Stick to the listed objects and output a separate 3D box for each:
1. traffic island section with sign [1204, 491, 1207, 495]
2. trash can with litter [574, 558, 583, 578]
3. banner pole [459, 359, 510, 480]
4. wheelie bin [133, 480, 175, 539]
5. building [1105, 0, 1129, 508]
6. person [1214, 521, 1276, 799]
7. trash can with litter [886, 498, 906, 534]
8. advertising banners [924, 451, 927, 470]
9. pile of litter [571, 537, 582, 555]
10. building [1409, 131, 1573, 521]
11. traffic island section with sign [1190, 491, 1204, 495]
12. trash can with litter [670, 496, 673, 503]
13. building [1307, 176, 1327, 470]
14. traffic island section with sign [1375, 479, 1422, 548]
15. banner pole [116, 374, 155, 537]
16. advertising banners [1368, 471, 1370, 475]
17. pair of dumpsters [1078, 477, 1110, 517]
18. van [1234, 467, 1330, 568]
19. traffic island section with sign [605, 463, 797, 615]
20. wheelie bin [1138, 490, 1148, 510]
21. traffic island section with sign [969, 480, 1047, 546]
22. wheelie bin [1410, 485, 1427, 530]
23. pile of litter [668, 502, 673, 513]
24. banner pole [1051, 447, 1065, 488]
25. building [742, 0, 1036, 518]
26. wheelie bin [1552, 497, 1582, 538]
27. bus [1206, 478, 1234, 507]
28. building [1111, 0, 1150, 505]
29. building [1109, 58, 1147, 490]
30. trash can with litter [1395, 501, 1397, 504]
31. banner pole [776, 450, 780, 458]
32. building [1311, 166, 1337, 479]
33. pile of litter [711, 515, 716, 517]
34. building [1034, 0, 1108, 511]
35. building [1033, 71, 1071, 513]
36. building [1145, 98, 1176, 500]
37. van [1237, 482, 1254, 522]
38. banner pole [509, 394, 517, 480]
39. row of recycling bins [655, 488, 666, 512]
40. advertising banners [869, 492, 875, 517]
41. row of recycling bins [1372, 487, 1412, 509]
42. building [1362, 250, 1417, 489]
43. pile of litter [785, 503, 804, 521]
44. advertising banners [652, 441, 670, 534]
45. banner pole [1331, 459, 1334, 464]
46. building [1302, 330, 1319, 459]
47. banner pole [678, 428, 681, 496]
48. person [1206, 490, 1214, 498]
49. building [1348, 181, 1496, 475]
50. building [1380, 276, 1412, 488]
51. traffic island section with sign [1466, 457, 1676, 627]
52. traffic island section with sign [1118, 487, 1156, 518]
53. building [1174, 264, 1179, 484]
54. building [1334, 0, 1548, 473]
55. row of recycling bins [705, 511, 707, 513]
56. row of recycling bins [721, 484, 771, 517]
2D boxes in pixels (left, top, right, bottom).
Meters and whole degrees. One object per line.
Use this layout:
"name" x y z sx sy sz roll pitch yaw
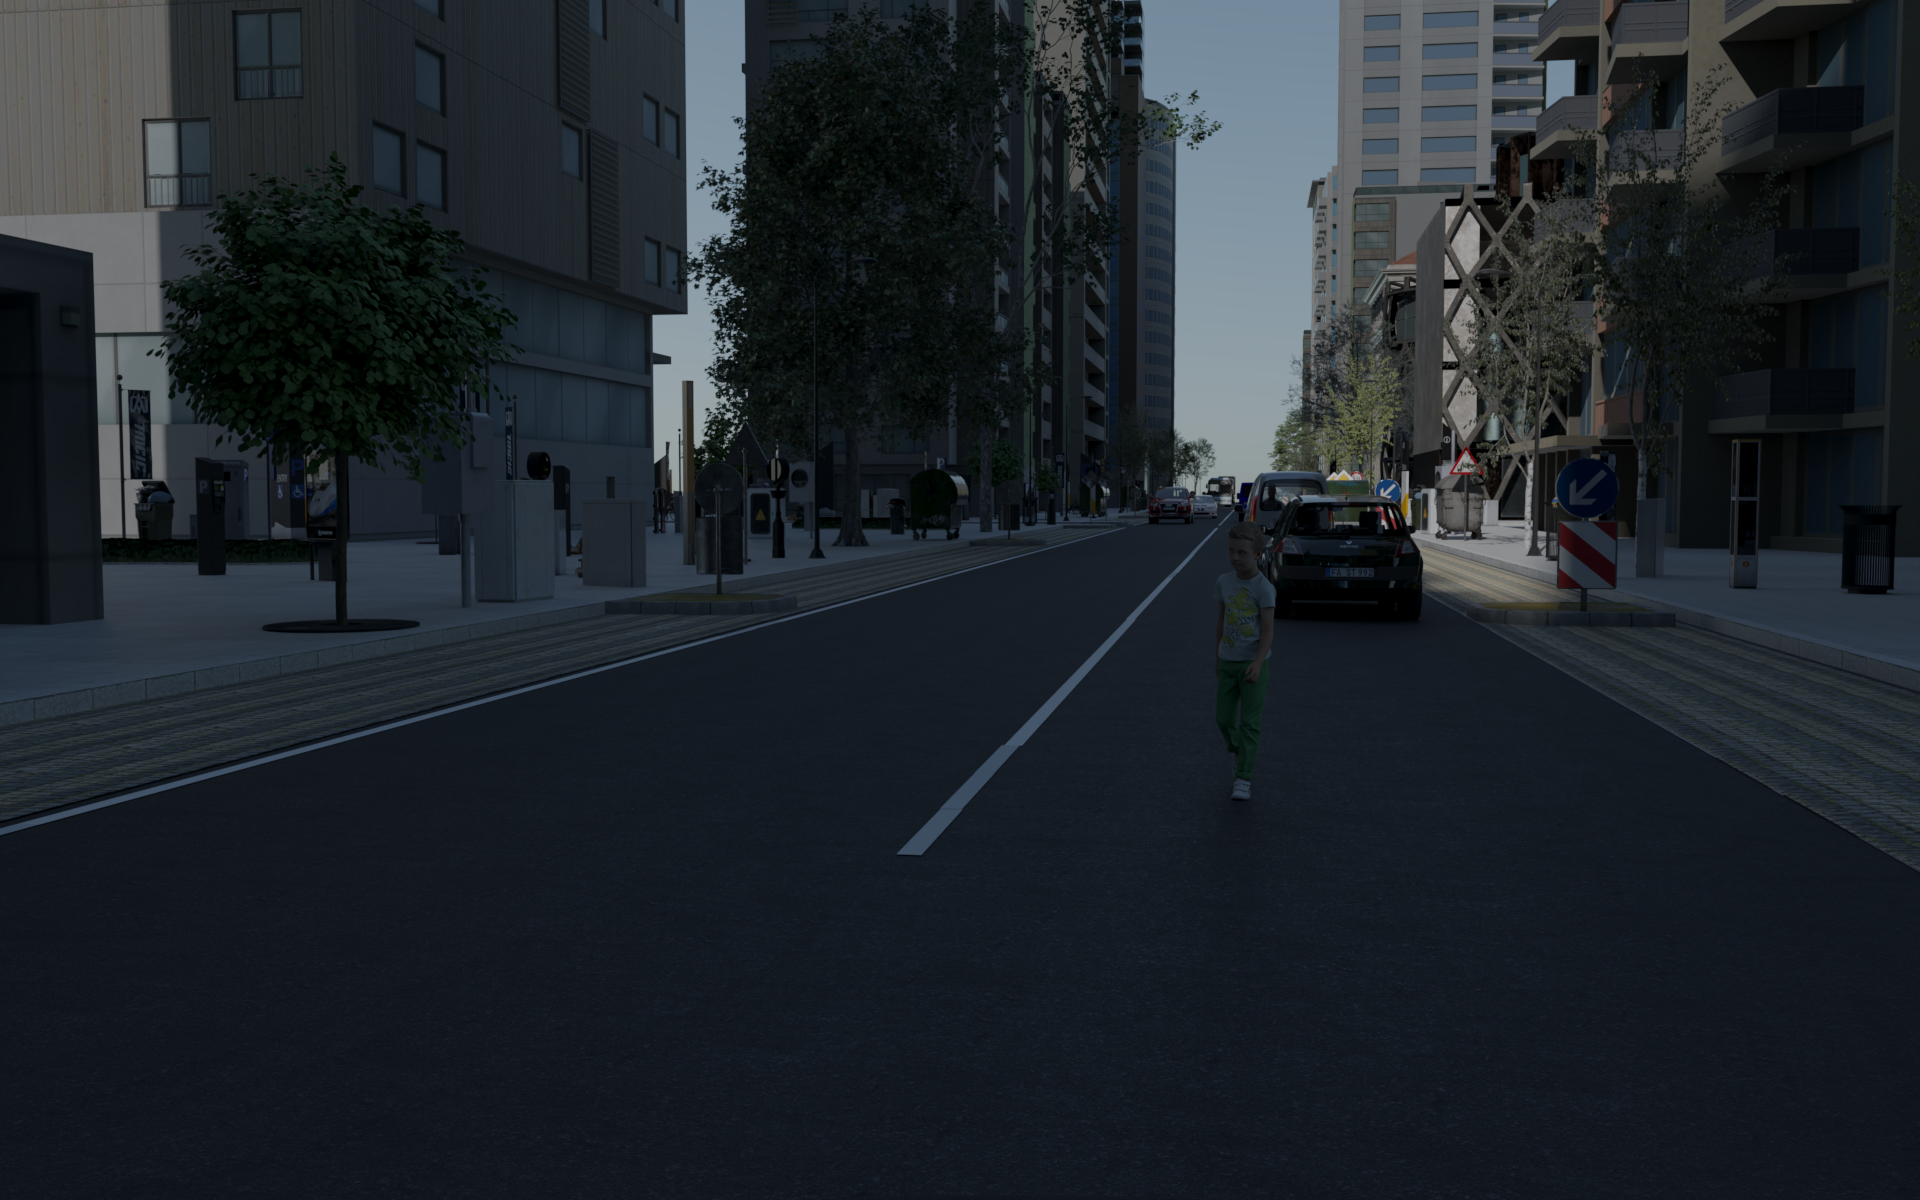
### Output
"traffic island section with sign" 41.175 -17.003 286.625 1.989 1.847 2.006 1 4 9
"trash can with litter" -5.496 -0.947 26.876 0.624 1.170 1.055 1 4 20
"banner pole" -8.176 -2.408 29.384 0.401 3.779 0.863 2 4 31
"wheelie bin" -18.691 -1.976 40.209 0.980 1.594 0.693 1 4 18
"building" 6.013 -44.496 165.768 20.563 71.187 20.611 1 4 9
"person" 1.367 0.271 8.325 0.306 1.304 0.590 1 4 16
"trash can with litter" -2.028 -2.688 55.343 0.624 1.170 1.055 0 4 1
"advertising banners" -1.536 -4.517 70.049 0.090 3.025 2.074 1 4 11
"pile of litter" -7.902 -1.400 36.850 1.176 0.858 1.719 -3 4 -38
"building" 32.267 -13.431 87.050 16.811 18.784 16.820 1 4 9
"traffic island section with sign" 27.682 -12.058 205.780 1.989 1.847 2.006 1 4 9
"trash can with litter" -20.183 -7.128 127.601 2.233 1.210 1.678 2 4 34
"building" 70.637 -42.180 278.874 28.713 52.752 27.495 1 4 9
"traffic island section with sign" 11.330 -2.322 46.587 1.989 1.847 2.006 1 4 9
"banner pole" -17.422 -2.843 36.498 0.401 3.779 0.863 3 5 42
"advertising banners" 30.385 -8.150 129.434 0.090 3.025 2.074 2 4 26
"pair of dumpsters" 7.498 -5.807 97.444 1.574 2.255 4.437 1 4 10
"van" 6.329 -1.622 33.530 2.013 2.044 4.112 0 4 8
"traffic island section with sign" -3.093 -0.779 21.364 1.989 1.847 2.006 1 4 9
"wheelie bin" 14.561 -7.973 138.269 0.980 1.594 0.693 0 4 -3
"traffic island section with sign" 1.372 -2.421 48.209 1.989 1.847 2.006 1 4 9
"wheelie bin" 16.324 -3.266 61.311 0.693 1.594 0.980 -1 4 -8
"pile of litter" -19.100 -6.144 114.415 1.176 0.858 1.719 -3 4 -38
"banner pole" 5.123 -6.211 91.559 0.863 3.779 0.401 0 4 -1
"building" -3.548 -25.327 97.691 14.154 41.232 14.086 1 4 9
"wheelie bin" 14.407 -2.007 40.726 0.980 1.594 0.693 2 4 25
"bus" 28.392 -11.896 189.353 2.948 3.499 13.247 1 4 9
"building" 11.783 -54.566 204.821 22.319 86.520 31.000 1 4 9
"building" 12.275 -32.600 183.128 14.600 45.320 14.200 1 4 9
"trash can with litter" 23.281 -4.998 93.108 0.624 1.170 1.055 3 5 43
"banner pole" -7.347 -4.889 69.946 0.401 3.779 0.863 -1 4 -15
"building" 62.774 -38.616 250.975 23.786 49.044 30.456 1 4 9
"pile of litter" -12.188 -4.638 89.796 1.719 0.858 1.176 2 4 24
"building" 0.793 -31.900 145.266 21.300 48.544 21.600 1 4 9
"building" -0.065 -21.290 119.799 14.160 30.474 14.107 1 4 9
"building" 20.564 -43.628 255.312 21.231 58.520 28.212 1 4 9
"van" 15.674 -5.316 91.298 2.240 2.365 5.245 1 4 10
"banner pole" -11.303 -3.284 43.707 0.401 3.779 0.863 -3 4 -37
"row of recycling bins" -20.053 -6.266 109.564 1.069 1.692 3.534 3 5 41
"advertising banners" -4.912 -5.707 89.493 0.090 3.025 2.074 2 4 27
"row of recycling bins" 24.611 -5.709 100.459 3.534 1.692 1.069 -1 4 -13
"building" 38.912 -18.552 139.475 11.583 22.565 21.152 1 4 9
"pile of litter" -7.904 -4.233 83.175 1.176 0.858 1.719 1 4 18
"advertising banners" -9.770 -3.709 56.824 0.090 3.025 2.074 0 4 6
"banner pole" 26.470 -8.153 123.312 0.401 3.779 0.863 0 4 -1
"building" 66.543 -32.390 301.283 14.160 30.474 14.107 1 4 9
"banner pole" -10.744 -4.670 66.377 0.401 3.779 0.863 -1 4 -12
"person" 26.082 -10.592 181.642 0.705 1.831 1.348 -3 5 -45
"building" 44.034 -24.006 164.194 14.160 30.474 14.107 1 4 9
"building" 37.898 -15.480 120.553 16.820 18.784 16.811 1 4 9
"traffic island section with sign" 6.820 -0.669 19.571 1.989 1.847 2.006 1 4 9
"traffic island section with sign" 10.370 -5.712 102.025 1.989 1.847 2.006 1 4 9
"building" 23.990 -40.711 285.224 23.786 49.044 30.456 1 4 9
"building" 50.671 -39.253 183.790 21.231 58.520 28.212 1 4 9
"row of recycling bins" -15.310 -6.313 110.333 3.534 1.692 1.069 -3 5 -42
"row of recycling bins" -8.675 -3.898 70.844 1.069 1.692 3.534 1 4 21
